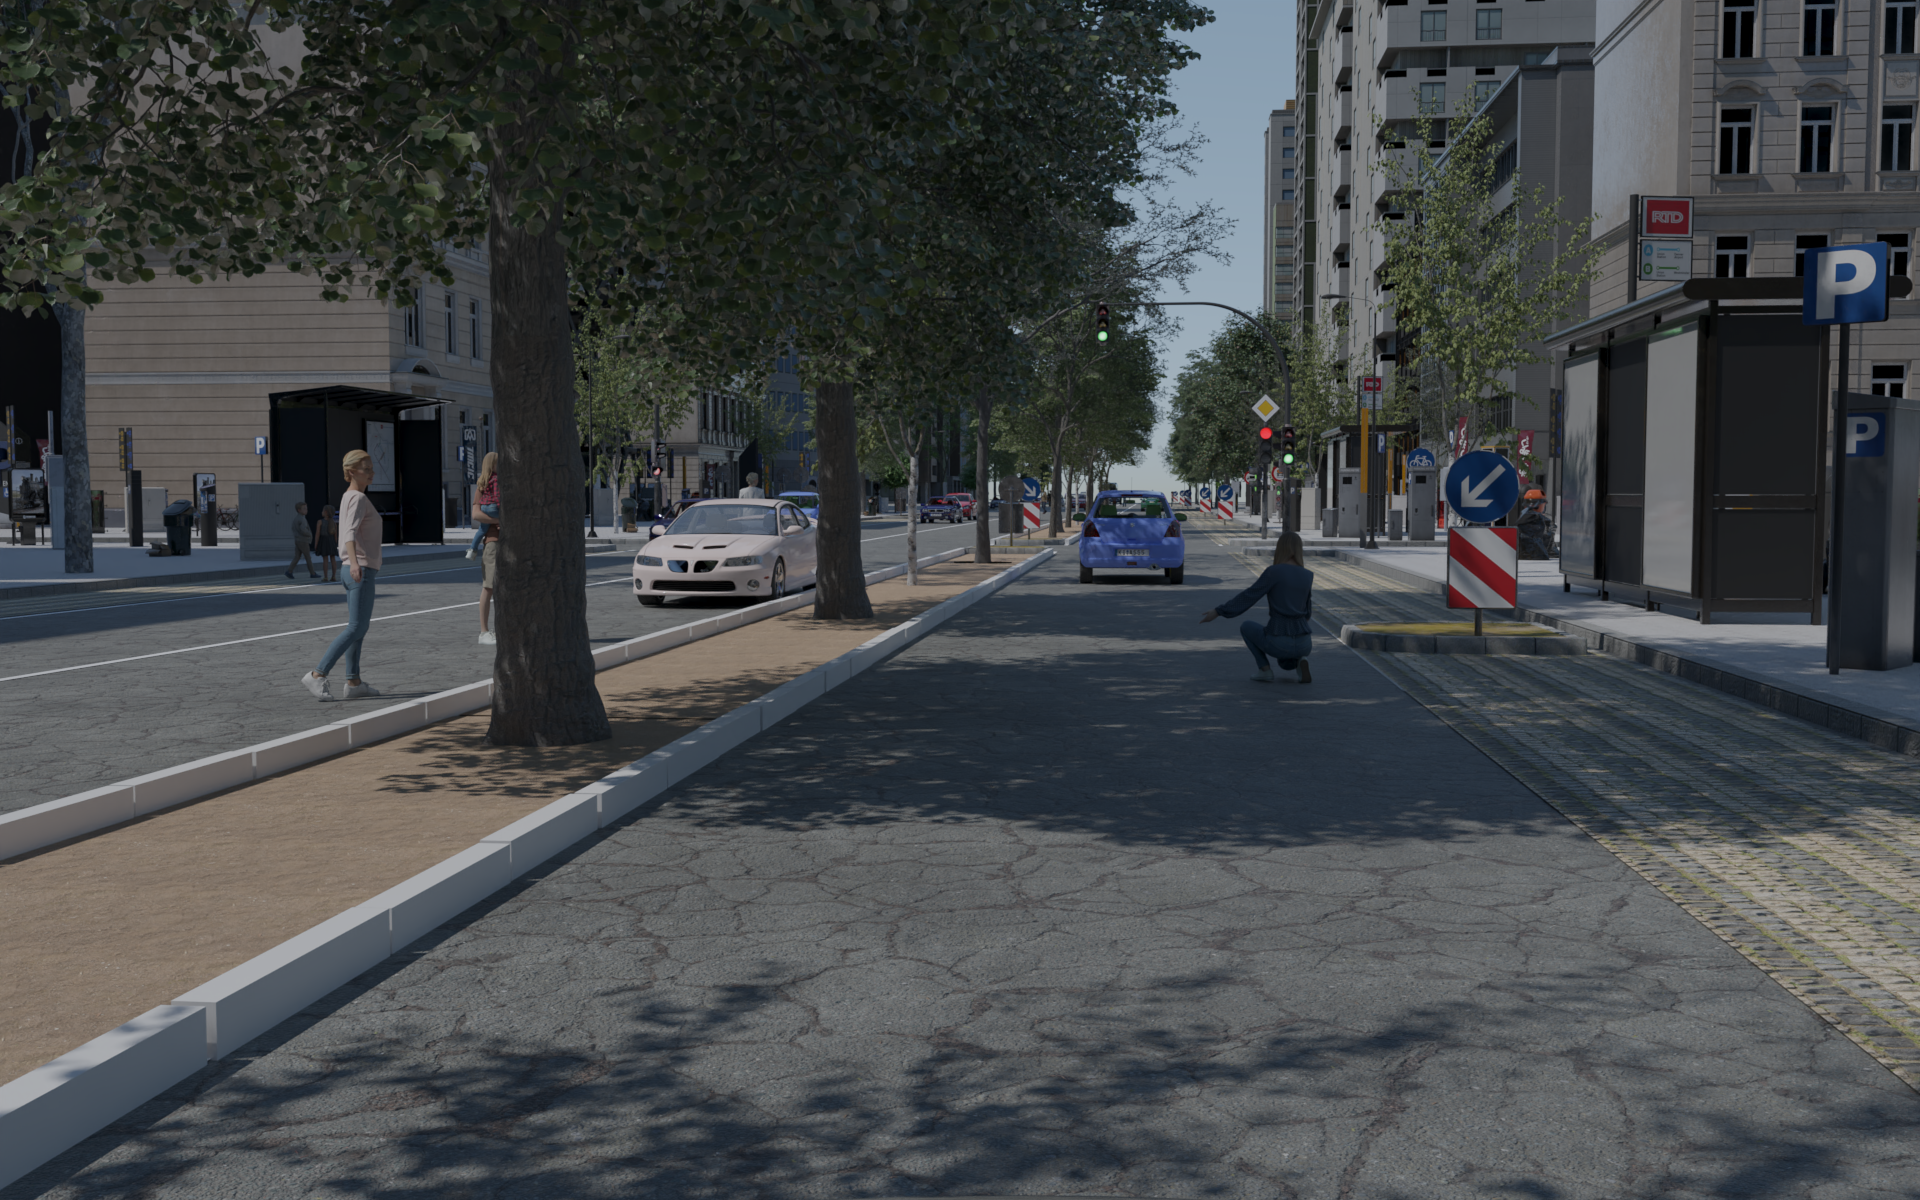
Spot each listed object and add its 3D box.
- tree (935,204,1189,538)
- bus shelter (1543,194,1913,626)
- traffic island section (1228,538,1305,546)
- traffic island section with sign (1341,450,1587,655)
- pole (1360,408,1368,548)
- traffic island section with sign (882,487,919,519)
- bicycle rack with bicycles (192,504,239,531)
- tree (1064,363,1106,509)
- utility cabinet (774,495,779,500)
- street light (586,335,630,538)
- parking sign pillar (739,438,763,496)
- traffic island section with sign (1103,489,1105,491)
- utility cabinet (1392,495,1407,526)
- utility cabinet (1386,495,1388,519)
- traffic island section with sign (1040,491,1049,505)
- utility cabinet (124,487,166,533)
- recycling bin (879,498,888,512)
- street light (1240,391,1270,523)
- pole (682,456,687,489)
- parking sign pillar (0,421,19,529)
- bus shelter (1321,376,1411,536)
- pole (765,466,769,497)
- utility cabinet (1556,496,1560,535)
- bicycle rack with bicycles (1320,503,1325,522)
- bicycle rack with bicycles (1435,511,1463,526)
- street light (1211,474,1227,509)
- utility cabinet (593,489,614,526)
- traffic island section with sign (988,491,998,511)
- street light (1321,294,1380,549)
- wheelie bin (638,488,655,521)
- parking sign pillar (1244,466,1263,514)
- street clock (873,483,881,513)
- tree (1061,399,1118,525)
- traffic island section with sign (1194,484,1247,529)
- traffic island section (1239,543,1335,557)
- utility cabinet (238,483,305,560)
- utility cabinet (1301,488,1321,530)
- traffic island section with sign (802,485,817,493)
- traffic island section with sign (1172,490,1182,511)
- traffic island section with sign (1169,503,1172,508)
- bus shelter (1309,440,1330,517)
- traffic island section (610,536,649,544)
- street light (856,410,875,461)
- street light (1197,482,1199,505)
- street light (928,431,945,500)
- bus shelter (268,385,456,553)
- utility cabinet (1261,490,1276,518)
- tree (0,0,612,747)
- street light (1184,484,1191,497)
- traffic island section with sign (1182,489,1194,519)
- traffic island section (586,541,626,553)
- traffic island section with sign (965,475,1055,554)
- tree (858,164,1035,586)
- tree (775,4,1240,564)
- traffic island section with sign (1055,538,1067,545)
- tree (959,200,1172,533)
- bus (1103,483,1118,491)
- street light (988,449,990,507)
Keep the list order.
[{"bbox_3d":[2.952,-7.272,55.763,8.767,10.594,7.601,0,4,6],"label":"tree"},{"bbox_3d":[8.533,-2.652,20.996,2.179,5.291,8.768,0,4,6],"label":"bus shelter"},{"bbox_3d":[8.608,-1.628,48.893,2.009,0.180,2.903,0,4,6],"label":"traffic island section"},{"bbox_3d":[4.663,-0.471,16.335,1.989,1.847,2.006,0,4,6],"label":"traffic island section with sign"},{"bbox_3d":[9.597,-2.893,41.137,0.158,3.312,0.155,0,3,0],"label":"pole"},{"bbox_3d":[-3.408,-5.582,99.897,1.989,1.847,2.006,0,4,6],"label":"traffic island section with sign"},{"bbox_3d":[-25.882,-2.912,60.999,2.925,0.926,2.852,-2,4,-33],"label":"bicycle rack with bicycles"},{"bbox_3d":[5.220,-8.055,84.520,4.737,8.622,4.395,0,3,0],"label":"tree"},{"bbox_3d":[-8.908,-4.696,87.934,1.020,1.237,0.306,0,4,8],"label":"utility cabinet"},{"bbox_3d":[-10.291,-4.784,50.757,1.470,5.913,1.316,0,4,6],"label":"street light"},{"bbox_3d":[-10.072,-5.804,83.366,1.447,3.967,1.447,3,5,44],"label":"parking sign pillar"},{"bbox_3d":[10.348,-7.084,123.963,2.006,1.907,1.989,0,4,6],"label":"traffic island section with sign"},{"bbox_3d":[18.109,-3.646,70.778,0.306,1.237,1.020,-2,4,-24],"label":"utility cabinet"},{"bbox_3d":[22.021,-4.765,89.069,0.306,1.237,1.020,-2,4,-30],"label":"utility cabinet"},{"bbox_3d":[11.336,-13.647,231.750,1.989,1.847,2.006,0,4,6],"label":"traffic island section with sign"},{"bbox_3d":[-26.621,-2.931,56.603,1.173,1.500,0.318,-3,4,-37],"label":"utility cabinet"},{"bbox_3d":[-5.544,-6.713,122.316,0.722,1.027,0.722,3,5,43],"label":"recycling bin"},{"bbox_3d":[13.308,-6.460,78.165,1.470,5.913,1.316,0,4,6],"label":"street light"},{"bbox_3d":[-14.935,-6.121,93.916,0.158,3.312,0.155,0,3,0],"label":"pole"},{"bbox_3d":[-34.941,-4.605,63.771,1.447,3.967,1.447,1,4,19],"label":"parking sign pillar"},{"bbox_3d":[13.031,-4.829,56.589,2.179,5.291,8.768,0,4,6],"label":"bus shelter"},{"bbox_3d":[-12.232,-7.084,109.668,0.158,3.312,0.155,0,3,0],"label":"pole"},{"bbox_3d":[19.293,-2.698,55.280,0.306,1.237,1.020,2,4,30],"label":"utility cabinet"},{"bbox_3d":[14.926,-3.371,68.492,2.852,0.926,2.925,2,4,30],"label":"bicycle rack with bicycles"},{"bbox_3d":[19.404,-3.292,67.206,2.852,0.926,2.925,0,4,2],"label":"bicycle rack with bicycles"},{"bbox_3d":[18.441,-9.221,123.298,1.470,5.913,1.316,0,4,6],"label":"street light"},{"bbox_3d":[-14.227,-3.703,69.223,0.318,1.500,1.173,1,4,22],"label":"utility cabinet"},{"bbox_3d":[2.230,-8.664,150.289,1.989,1.847,2.006,0,4,6],"label":"traffic island section with sign"},{"bbox_3d":[9.064,-4.141,40.246,1.470,5.913,1.316,0,4,6],"label":"street light"},{"bbox_3d":[-15.014,-4.616,83.386,0.980,1.594,0.693,0,4,-1],"label":"wheelie bin"},{"bbox_3d":[19.446,-7.684,114.100,1.447,3.967,1.447,-2,4,-34],"label":"parking sign pillar"},{"bbox_3d":[-5.409,-6.645,113.220,0.471,2.002,0.358,3,5,41],"label":"street clock"},{"bbox_3d":[5.367,-7.711,78.891,4.360,8.622,3.978,0,3,0],"label":"tree"},{"bbox_3d":[10.807,-3.844,71.482,1.989,1.847,2.006,0,4,6],"label":"traffic island section with sign"},{"bbox_3d":[7.722,-1.142,40.957,2.009,0.180,2.903,0,4,6],"label":"traffic island section"},{"bbox_3d":[-13.296,-1.516,33.473,1.173,1.500,0.318,-2,4,-25],"label":"utility cabinet"},{"bbox_3d":[12.388,-3.264,62.052,0.318,1.500,1.173,-3,4,-36],"label":"utility cabinet"},{"bbox_3d":[-6.398,-3.944,73.107,1.989,1.847,2.006,0,4,6],"label":"traffic island section with sign"},{"bbox_3d":[19.332,-8.513,147.809,1.989,1.847,2.006,0,4,6],"label":"traffic island section with sign"},{"bbox_3d":[22.325,-10.153,174.625,1.989,1.847,2.006,0,4,6],"label":"traffic island section with sign"},{"bbox_3d":[16.571,-5.243,77.006,1.731,3.624,6.357,0,4,6],"label":"bus shelter"},{"bbox_3d":[-8.874,-1.747,50.843,2.009,0.180,2.903,0,4,6],"label":"traffic island section"},{"bbox_3d":[-5.184,-7.564,96.212,1.470,5.913,1.316,0,4,6],"label":"street light"},{"bbox_3d":[21.850,-11.095,153.942,1.470,5.913,1.316,0,4,6],"label":"street light"},{"bbox_3d":[-1.763,-9.478,127.505,1.470,5.913,1.316,0,4,6],"label":"street light"},{"bbox_3d":[-13.803,-3.007,40.447,1.731,3.624,6.357,0,4,7],"label":"bus shelter"},{"bbox_3d":[16.197,-5.060,91.403,0.318,1.500,1.173,0,4,-6],"label":"utility cabinet"},{"bbox_3d":[-2.384,-6.142,9.532,9.857,13.997,8.962,0,3,0],"label":"tree"},{"bbox_3d":[26.910,-13.874,199.387,1.470,5.913,1.316,0,4,6],"label":"street light"},{"bbox_3d":[13.816,-5.495,98.479,1.989,1.847,2.006,0,4,6],"label":"traffic island section with sign"},{"bbox_3d":[-9.760,-1.262,42.908,2.009,0.180,2.903,0,4,6],"label":"traffic island section"},{"bbox_3d":[1.186,-2.067,41.925,2.006,1.907,1.989,0,4,6],"label":"traffic island section with sign"},{"bbox_3d":[-0.756,-4.533,26.942,4.737,8.622,4.395,0,3,0],"label":"tree"},{"bbox_3d":[0.453,-7.495,35.373,12.009,13.543,11.850,0,3,0],"label":"tree"},{"bbox_3d":[2.018,-2.517,49.286,2.006,1.907,1.989,0,4,6],"label":"traffic island section with sign"},{"bbox_3d":[3.673,-8.729,63.299,7.486,12.596,7.792,0,3,0],"label":"tree"},{"bbox_3d":[23.292,-16.869,270.672,2.948,3.499,13.247,0,4,7],"label":"bus"},{"bbox_3d":[3.357,-12.283,173.362,1.470,5.913,1.316,0,4,6],"label":"street light"}]
